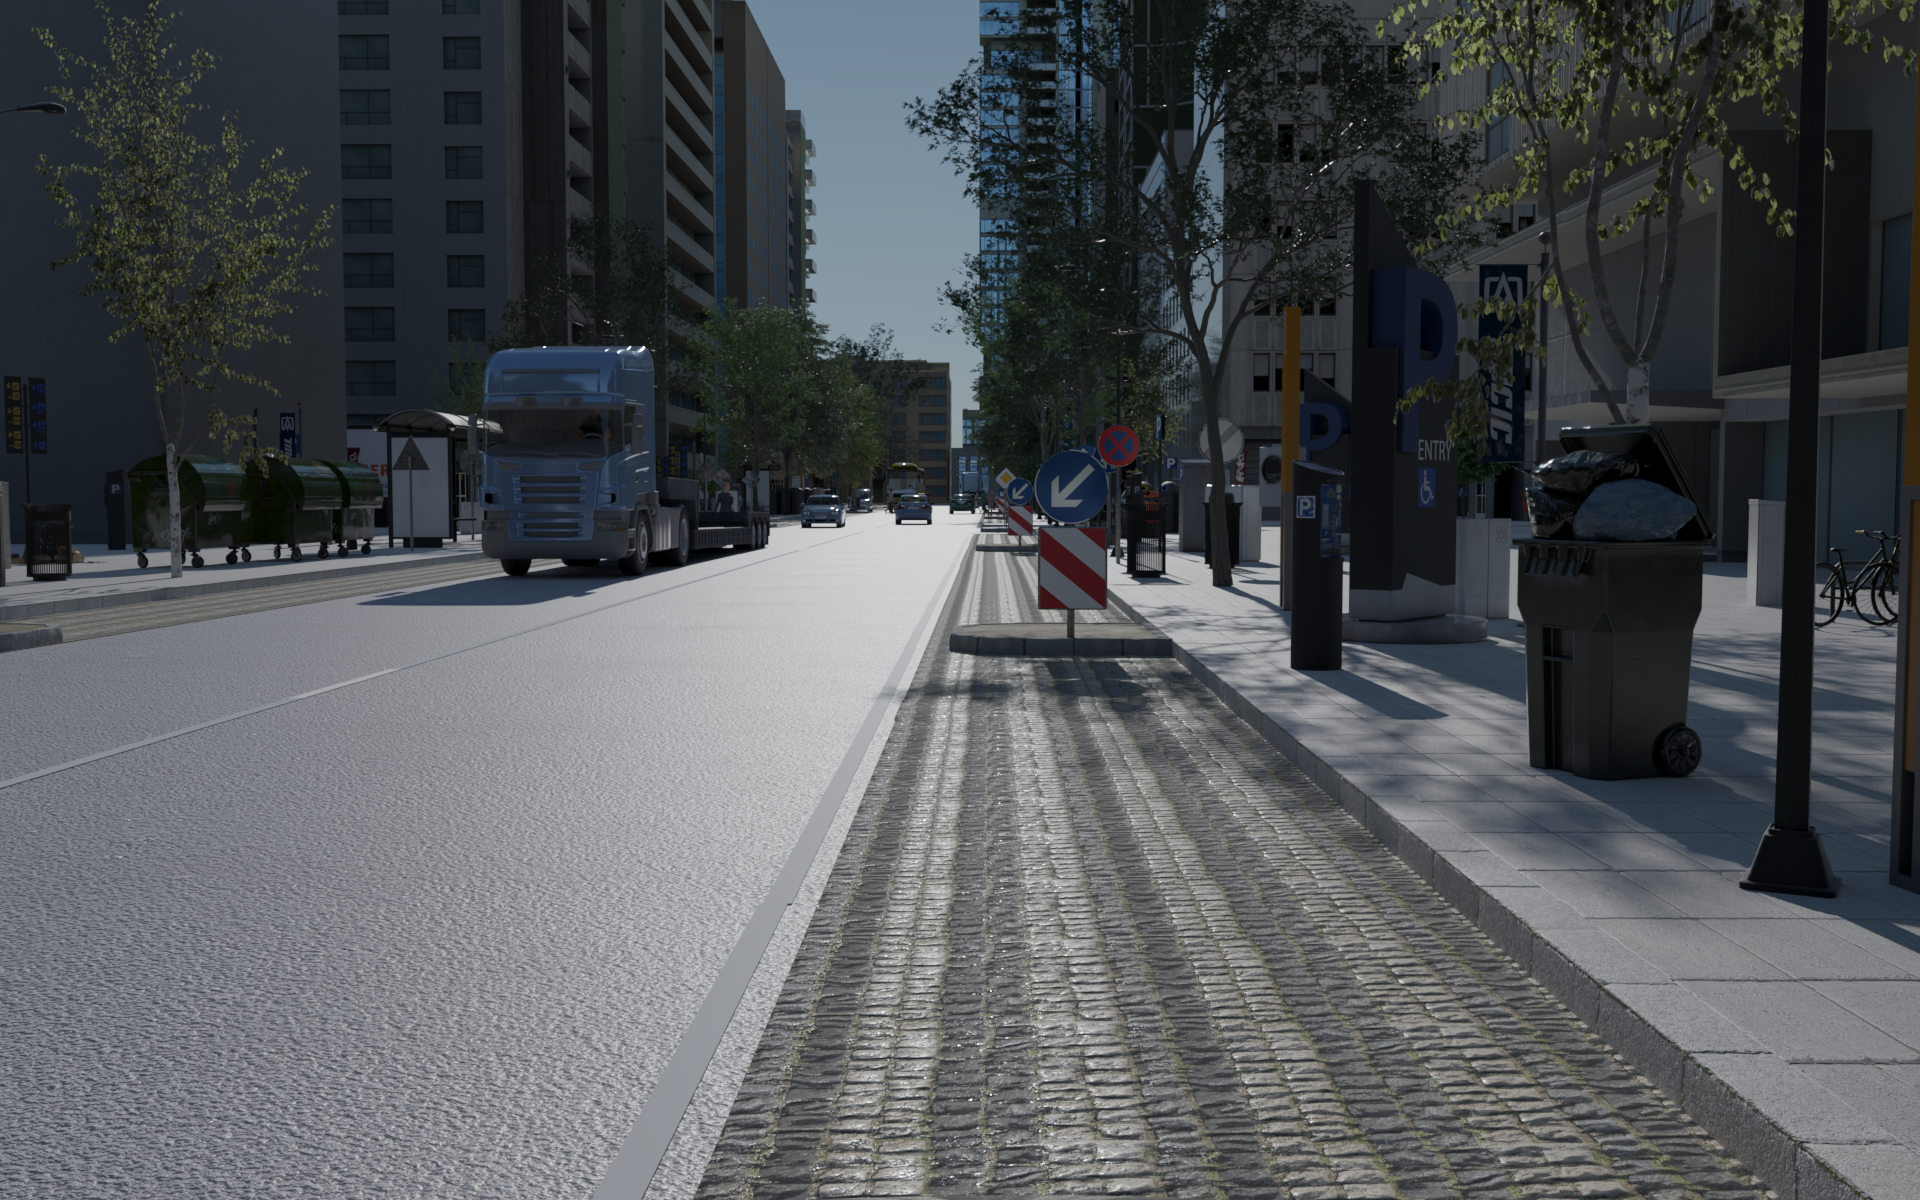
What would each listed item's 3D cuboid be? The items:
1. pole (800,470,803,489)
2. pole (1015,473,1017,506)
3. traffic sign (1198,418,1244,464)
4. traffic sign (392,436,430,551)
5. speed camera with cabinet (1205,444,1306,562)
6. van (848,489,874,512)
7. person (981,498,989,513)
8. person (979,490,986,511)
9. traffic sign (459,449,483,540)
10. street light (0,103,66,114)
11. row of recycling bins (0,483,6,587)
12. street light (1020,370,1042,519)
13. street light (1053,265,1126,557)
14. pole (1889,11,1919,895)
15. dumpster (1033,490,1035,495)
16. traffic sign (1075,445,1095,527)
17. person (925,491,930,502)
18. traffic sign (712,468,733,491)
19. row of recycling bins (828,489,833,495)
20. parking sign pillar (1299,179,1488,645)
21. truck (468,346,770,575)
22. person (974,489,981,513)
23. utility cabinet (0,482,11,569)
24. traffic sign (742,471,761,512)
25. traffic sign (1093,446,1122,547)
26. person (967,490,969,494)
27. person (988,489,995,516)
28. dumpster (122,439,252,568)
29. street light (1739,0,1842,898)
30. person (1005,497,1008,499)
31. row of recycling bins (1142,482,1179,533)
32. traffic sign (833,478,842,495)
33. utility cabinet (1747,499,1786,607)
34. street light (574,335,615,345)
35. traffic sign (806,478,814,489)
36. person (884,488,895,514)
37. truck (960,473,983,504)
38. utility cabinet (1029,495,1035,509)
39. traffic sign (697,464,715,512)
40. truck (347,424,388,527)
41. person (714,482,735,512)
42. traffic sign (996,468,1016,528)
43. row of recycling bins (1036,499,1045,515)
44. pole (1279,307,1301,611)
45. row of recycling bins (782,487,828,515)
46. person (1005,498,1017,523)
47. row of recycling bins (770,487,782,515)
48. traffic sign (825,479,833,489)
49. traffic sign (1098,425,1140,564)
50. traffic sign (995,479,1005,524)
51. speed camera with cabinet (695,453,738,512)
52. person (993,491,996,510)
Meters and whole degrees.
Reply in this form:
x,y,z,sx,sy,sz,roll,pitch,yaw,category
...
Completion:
x,y,z,sx,sy,sz,roll,pitch,yaw,category
-11.075,-7.774,120.954,0.158,3.312,0.155,0,3,0,pole
4.671,-9.221,144.609,0.158,3.312,0.155,0,3,0,pole
4.390,-1.780,29.213,0.768,2.556,0.104,0,4,3,traffic sign
-12.256,-2.364,38.663,0.884,2.594,0.081,1,4,8,traffic sign
5.533,-2.339,32.576,0.660,3.252,2.038,-3,4,-39,speed camera with cabinet
-7.708,-7.833,135.080,2.013,2.044,4.112,0,4,1,van
1.849,-7.170,131.222,1.012,1.151,0.738,2,4,34,person
1.926,-8.227,143.259,0.600,1.795,0.529,-2,4,-31,person
-13.519,-2.929,47.995,0.768,2.556,0.104,1,4,10,traffic sign
-11.315,-2.947,20.724,1.470,5.913,1.316,0,4,1,street light
-14.931,-1.006,23.566,3.534,1.692,1.069,-1,4,-11,row of recycling bins
3.097,-5.654,64.977,1.470,5.913,1.316,0,4,1,street light
2.678,-3.835,35.242,1.470,5.913,1.316,0,4,1,street light
3.140,-0.714,5.525,0.158,3.312,0.155,0,3,0,pole
6.086,-8.565,145.798,1.264,1.857,1.865,0,4,1,dumpster
3.273,-2.751,45.092,0.768,2.556,0.104,0,4,6,traffic sign
-3.379,-10.553,181.496,0.683,1.767,0.568,0,4,-3,person
-9.041,-3.811,65.949,0.795,2.450,0.064,0,4,1,traffic sign
-11.432,-8.463,145.486,1.069,1.692,3.534,1,4,10,row of recycling bins
3.957,-1.644,15.353,1.447,3.967,1.447,3,5,40,parking sign pillar
-6.594,-2.916,37.437,2.967,4.110,18.799,0,4,2,truck
1.297,-7.398,129.813,0.624,1.780,0.694,2,4,28,person
-16.632,-1.258,29.249,1.173,1.500,0.318,1,4,15,utility cabinet
-8.900,-4.299,73.933,0.795,2.450,0.064,0,4,1,traffic sign
3.600,-2.555,41.878,0.768,2.556,0.104,1,4,11,traffic sign
0.852,-10.201,175.271,0.705,1.826,1.348,-2,4,-30,person
1.995,-6.212,110.404,0.599,1.781,0.374,-2,4,-30,person
-13.676,-1.724,30.679,1.502,2.255,1.985,0,4,1,dumpster
2.179,-2.016,5.509,1.470,5.913,1.316,0,4,1,street light
3.409,-7.442,130.448,0.793,1.790,0.793,0,4,-3,person
7.225,-3.053,57.029,3.534,1.692,1.069,2,4,33,row of recycling bins
-9.832,-8.508,139.217,0.768,2.556,0.104,0,4,2,traffic sign
9.419,-0.555,20.231,0.306,1.237,1.020,1,4,19,utility cabinet
-10.772,-4.785,50.770,1.470,5.913,1.316,0,4,1,street light
-11.820,-8.312,136.006,0.768,2.556,0.104,0,4,1,traffic sign
-5.062,-7.115,124.676,0.795,1.843,0.661,0,4,4,person
1.360,-13.523,210.856,2.967,4.110,18.799,0,4,1,truck
5.851,-8.142,144.287,1.020,1.237,0.306,1,4,9,utility cabinet
-10.745,-4.477,73.309,0.768,2.556,0.104,0,4,6,traffic sign
-26.534,-4.990,70.506,11.283,4.237,2.839,0,4,3,truck
-6.658,-2.441,48.837,0.534,1.772,0.576,2,4,27,person
1.751,-3.798,65.740,0.795,2.450,0.064,0,4,1,traffic sign
5.845,-6.360,111.101,1.069,1.692,3.534,-1,4,-20,row of recycling bins
3.617,-1.537,18.980,0.158,3.312,0.155,0,3,0,pole
-10.765,-6.822,118.645,1.069,1.692,3.534,2,4,34,row of recycling bins
2.545,-4.609,84.205,0.721,1.781,0.623,-3,5,-42,person
-12.867,-6.409,111.906,1.069,1.692,3.534,1,4,17,row of recycling bins
-11.308,-9.120,149.225,0.768,2.556,0.104,1,4,9,traffic sign
2.922,-1.946,31.928,0.768,2.556,0.104,0,4,5,traffic sign
1.892,-4.286,73.724,0.795,2.450,0.064,0,4,1,traffic sign
-11.779,-5.452,83.478,2.038,3.252,0.660,-1,4,-14,speed camera with cabinet
3.119,-9.001,156.602,0.436,1.711,0.756,0,4,7,person
